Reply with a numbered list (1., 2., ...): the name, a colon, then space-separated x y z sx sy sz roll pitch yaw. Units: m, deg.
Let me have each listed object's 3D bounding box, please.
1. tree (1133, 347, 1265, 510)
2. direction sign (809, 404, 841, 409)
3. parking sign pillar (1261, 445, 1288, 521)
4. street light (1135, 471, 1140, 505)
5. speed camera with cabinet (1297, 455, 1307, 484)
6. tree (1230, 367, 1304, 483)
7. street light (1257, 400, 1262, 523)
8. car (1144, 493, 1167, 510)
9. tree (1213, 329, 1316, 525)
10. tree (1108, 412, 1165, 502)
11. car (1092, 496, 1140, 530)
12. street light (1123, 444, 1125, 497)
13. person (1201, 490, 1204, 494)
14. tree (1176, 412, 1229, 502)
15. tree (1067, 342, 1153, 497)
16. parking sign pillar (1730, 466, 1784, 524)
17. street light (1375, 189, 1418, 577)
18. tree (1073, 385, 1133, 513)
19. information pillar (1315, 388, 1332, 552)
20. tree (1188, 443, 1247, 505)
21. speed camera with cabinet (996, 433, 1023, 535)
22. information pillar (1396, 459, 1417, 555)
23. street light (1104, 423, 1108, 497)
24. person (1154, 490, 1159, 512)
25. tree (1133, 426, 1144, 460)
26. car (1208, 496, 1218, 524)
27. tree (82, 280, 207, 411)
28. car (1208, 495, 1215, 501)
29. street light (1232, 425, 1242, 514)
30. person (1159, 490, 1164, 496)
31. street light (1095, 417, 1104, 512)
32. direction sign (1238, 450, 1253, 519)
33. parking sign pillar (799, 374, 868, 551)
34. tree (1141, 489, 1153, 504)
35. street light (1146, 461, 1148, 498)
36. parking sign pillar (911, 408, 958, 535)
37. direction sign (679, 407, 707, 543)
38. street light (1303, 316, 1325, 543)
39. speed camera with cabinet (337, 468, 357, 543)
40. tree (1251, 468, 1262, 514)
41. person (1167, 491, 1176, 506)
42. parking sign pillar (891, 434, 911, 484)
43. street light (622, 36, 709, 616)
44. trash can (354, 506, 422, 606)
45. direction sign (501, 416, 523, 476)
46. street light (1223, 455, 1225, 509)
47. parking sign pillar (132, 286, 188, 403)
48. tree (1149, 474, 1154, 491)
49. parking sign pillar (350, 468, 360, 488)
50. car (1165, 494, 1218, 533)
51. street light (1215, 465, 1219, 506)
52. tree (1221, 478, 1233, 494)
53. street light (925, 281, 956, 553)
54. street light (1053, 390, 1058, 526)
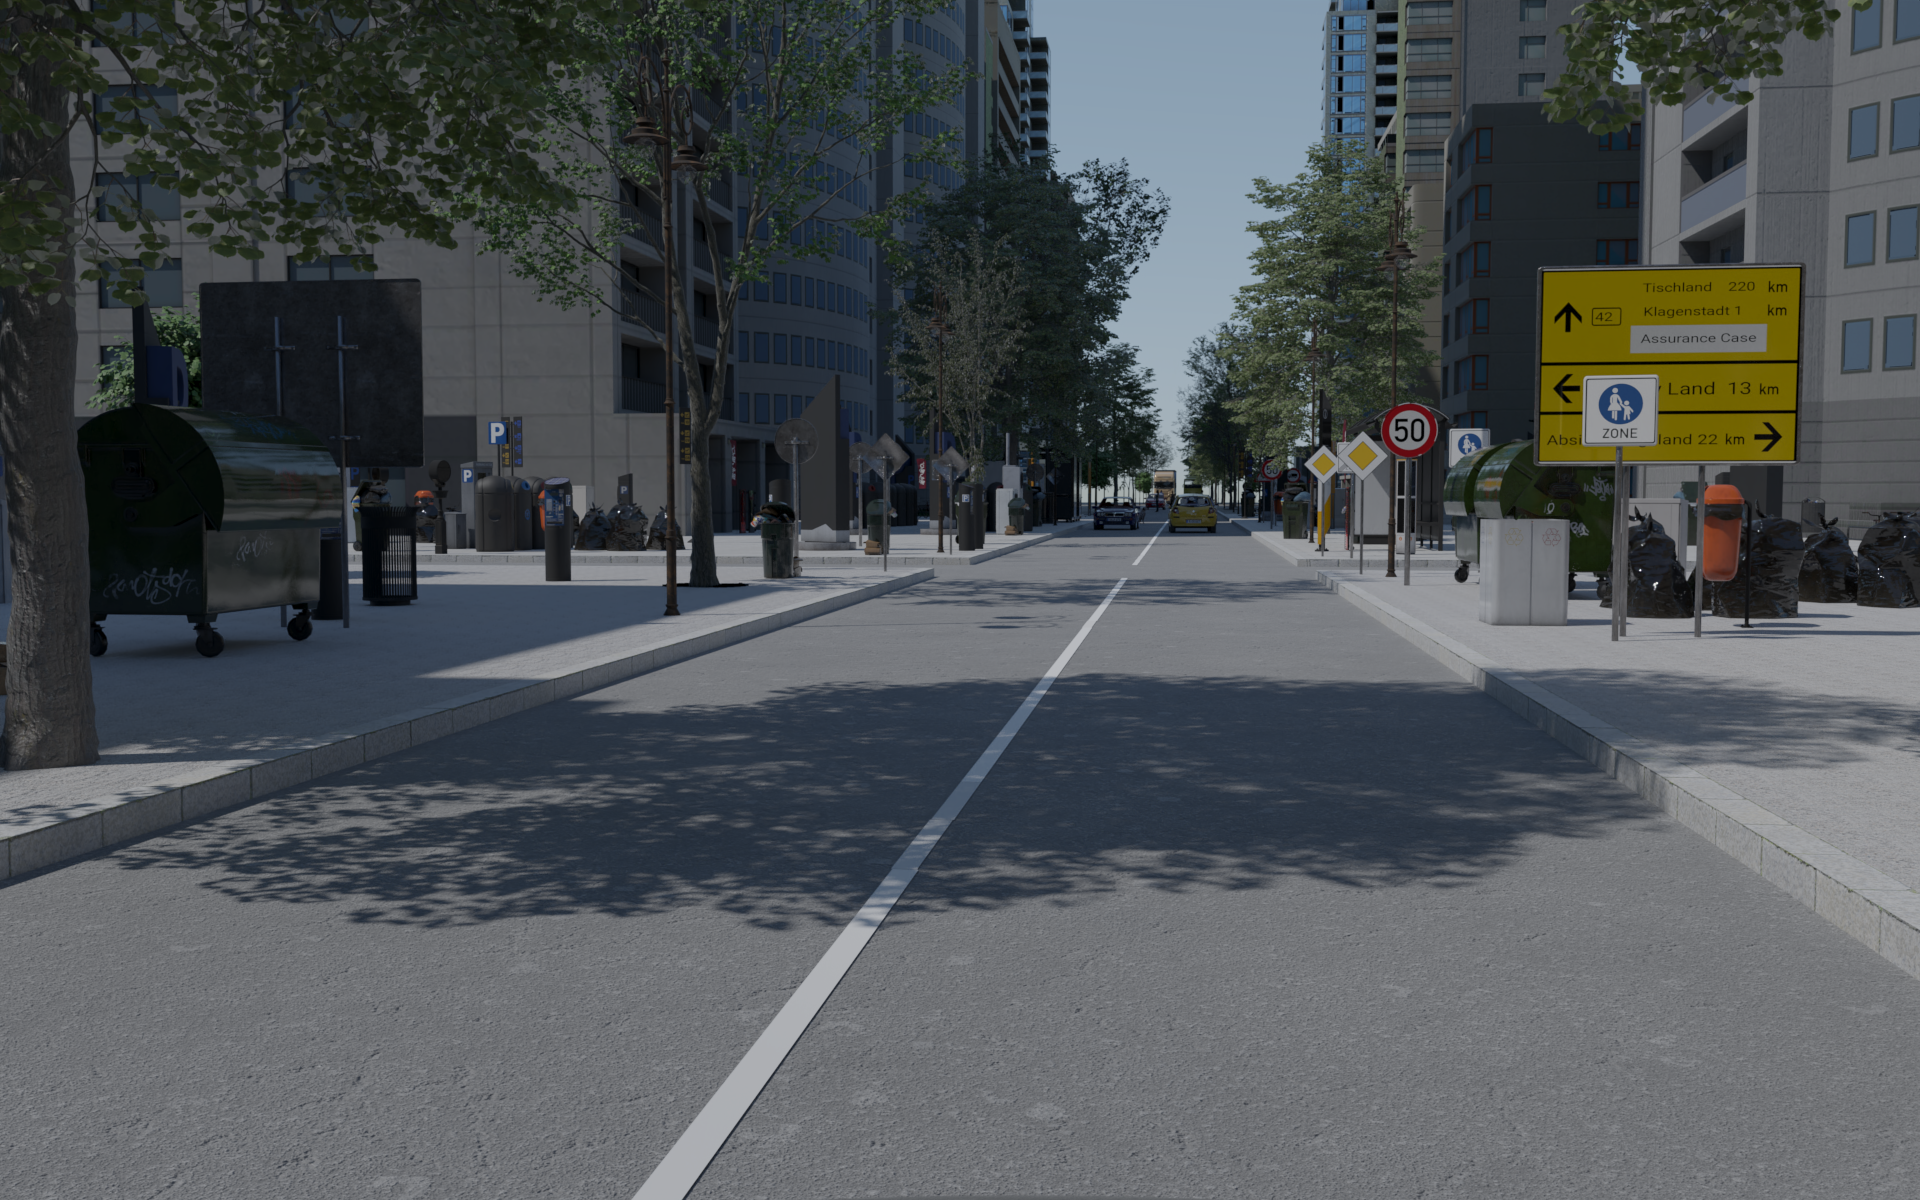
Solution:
1. tree: 22.024 -14.105 140.985 12.009 13.543 11.850 0 3 0
2. direction sign: -3.393 -3.163 43.719 0.876 3.537 0.379 -2 4 -30
3. parking sign pillar: 14.972 -5.743 82.368 1.447 3.967 1.447 -2 4 -34
4. street light: 20.297 -13.615 195.394 0.468 5.910 1.993 0 4 7
5. speed camera with cabinet: 16.407 -5.674 87.110 2.038 3.252 0.660 1 4 14
6. tree: 16.293 -8.669 92.101 4.737 8.622 4.395 0 3 0
7. street light: 13.449 -6.411 77.609 0.468 5.910 1.993 0 4 7
8. car: 17.884 -9.128 158.284 2.155 1.783 4.494 1 4 8
9. tree: 13.014 -7.471 72.516 4.360 8.622 3.978 0 3 0
10. tree: 18.540 -15.495 187.758 7.601 10.594 8.767 -1 4 -10
11. car: 6.364 -3.528 70.262 1.945 1.354 3.894 1 4 8
12. street light: 13.735 -10.530 144.950 0.468 5.910 1.993 0 4 7
13. person: 22.905 -9.485 163.576 0.705 1.824 1.348 -1 4 -10
14. tree: 36.728 -21.175 252.872 9.857 13.997 8.962 0 3 0
15. tree: 11.524 -12.922 129.402 7.486 12.596 7.792 0 3 0
16. parking sign pillar: 17.688 -3.057 38.461 1.447 3.967 1.447 -1 4 -11
17. street light: 6.669 -3.292 26.612 0.468 5.910 1.993 0 4 7
18. tree: 8.614 -10.198 117.095 4.360 8.622 3.978 0 3 0
19. information pillar: 8.135 -2.893 38.655 0.183 3.616 0.504 3 4 37
20. tree: 29.885 -15.943 195.079 8.767 10.594 7.601 -1 4 -12
21. speed camera with cabinet: 1.606 -3.738 55.459 0.660 3.252 2.038 1 4 11
22. information pillar: 9.449 -1.968 36.664 0.304 2.012 0.304 -2 4 -27
23. street light: 9.417 -8.570 112.909 0.468 5.910 1.993 0 4 7
24. person: 15.604 -7.856 137.666 0.721 1.735 1.217 0 4 -7
25. tree: 15.949 -13.175 165.779 4.360 8.622 3.978 0 3 0
26. car: 11.529 -4.355 83.781 1.945 1.354 3.894 0 4 6
27. tree: -11.670 -2.635 26.791 4.285 4.588 4.351 0 3 0
28. car: 18.032 -7.186 129.498 2.014 1.417 4.499 0 4 8
29. street light: 17.632 -8.364 109.542 0.468 5.910 1.993 0 4 7
30. person: 20.406 -10.204 175.198 0.709 1.838 0.599 2 4 28
31. street light: 8.075 -7.926 102.378 0.468 5.910 1.993 0 4 7
32. direction sign: 14.780 -5.979 89.753 0.876 3.537 0.379 -2 4 -26
33. parking sign pillar: -3.098 -3.132 39.685 1.447 3.967 1.447 -3 5 -43
34. tree: 25.548 -14.772 236.116 1.663 3.219 1.824 0 3 0
35. street light: 24.458 -15.568 227.321 0.468 5.910 1.993 0 4 7
36. parking sign pillar: -0.539 -4.051 54.708 1.447 3.967 1.447 1 4 20
37. direction sign: -7.007 -3.278 45.595 0.876 3.537 0.379 -3 5 -43
38. street light: 9.218 -4.431 45.227 0.468 5.910 1.993 0 4 7
39. speed camera with cabinet: -16.345 -3.152 45.876 0.660 3.252 2.038 -2 4 -31
40. tree: 19.249 -7.222 112.689 1.663 3.219 1.824 0 3 0
41. person: 19.940 -9.363 162.303 1.217 1.735 0.721 0 4 -8
42. parking sign pillar: -2.575 -5.459 77.719 1.447 3.967 1.447 -3 4 -38
43. street light: -3.046 -2.774 18.139 0.468 5.910 1.993 0 4 7
44. trash can: -6.596 -0.512 20.018 0.748 1.137 0.748 0 3 0
45. direction sign: -13.117 -3.594 50.763 0.876 3.537 0.379 2 4 34
46. street light: 23.400 -11.029 153.111 0.468 5.910 1.993 0 4 7
47. parking sign pillar: -10.681 -2.124 23.204 1.447 3.967 1.447 -1 4 -14
48. tree: 22.848 -14.233 216.425 4.285 4.588 4.351 0 3 0
49. parking sign pillar: -37.816 -7.186 105.970 1.447 3.967 1.447 -2 4 -33
50. car: 8.694 -3.347 64.939 2.015 1.641 3.980 0 4 6
51. street light: 27.615 -12.981 185.030 0.468 5.910 1.993 0 4 7
52. tree: 27.936 -11.351 180.192 1.663 3.219 1.824 0 3 0
53. street light: -0.422 -3.973 37.747 0.468 5.910 1.993 0 4 7
54. street light: 3.887 -5.974 70.455 0.468 5.910 1.993 0 4 7
